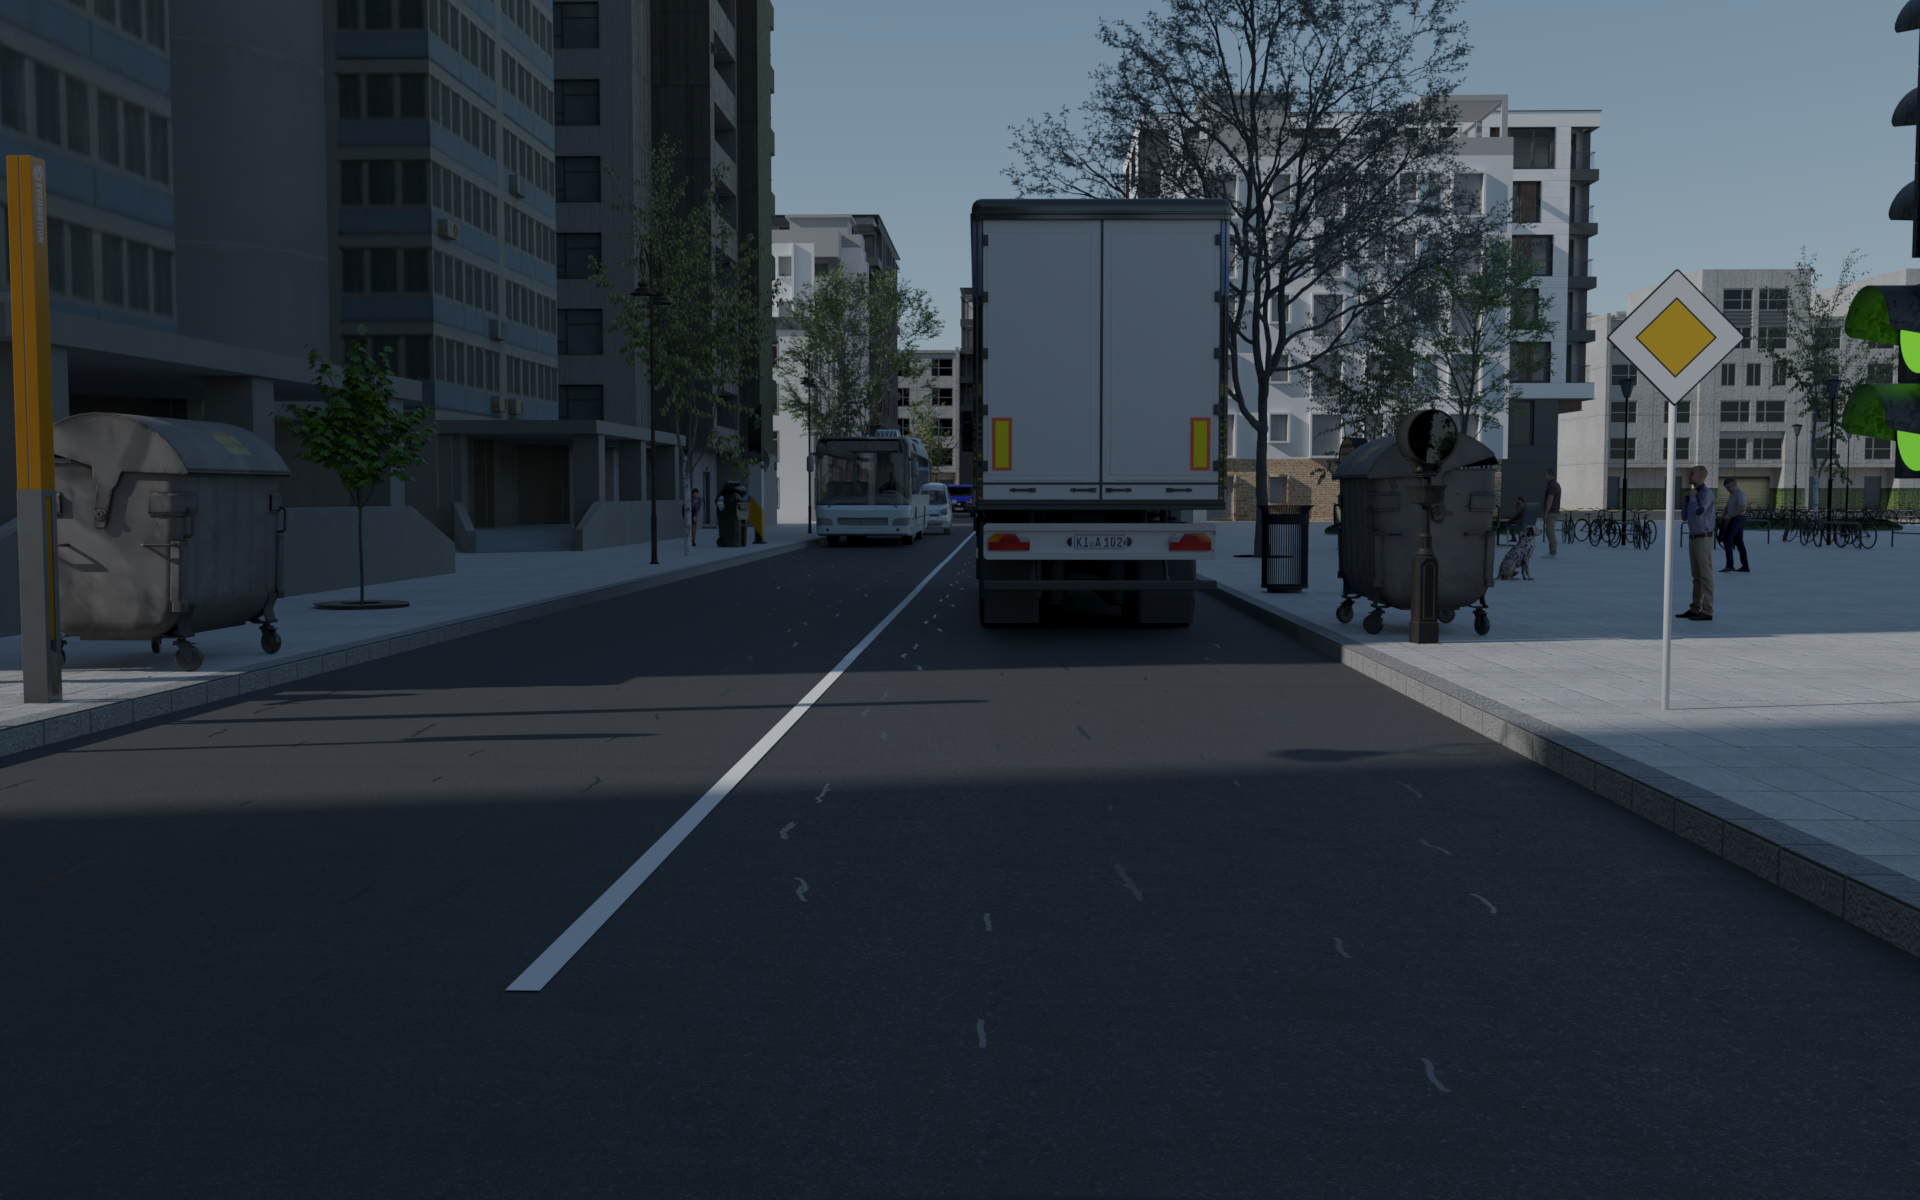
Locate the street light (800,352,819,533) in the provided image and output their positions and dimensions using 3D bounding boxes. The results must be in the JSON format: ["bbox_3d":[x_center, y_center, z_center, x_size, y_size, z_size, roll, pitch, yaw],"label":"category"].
[{"bbox_3d":[-4.909,-5.117,56.453,0.468,5.910,1.993,0,4,2],"label":"street light"}]

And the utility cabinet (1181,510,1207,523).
[{"bbox_3d":[5.303,-1.878,39.387,0.318,1.500,1.173,1,4,23],"label":"utility cabinet"}]

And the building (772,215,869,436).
[{"bbox_3d":[-13.995,-15.855,115.656,16.016,20.091,11.380,0,4,2],"label":"building"}]

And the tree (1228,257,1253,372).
[{"bbox_3d":[5.608,-5.847,45.968,4.360,8.622,3.978,0,3,0],"label":"tree"}]

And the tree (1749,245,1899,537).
[{"bbox_3d":[25.903,-6.199,51.709,4.360,8.622,3.978,0,3,0],"label":"tree"}]

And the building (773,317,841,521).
[{"bbox_3d":[-11.157,-9.422,96.193,9.099,9.664,28.070,0,4,2],"label":"building"}]

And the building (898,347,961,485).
[{"bbox_3d":[-15.639,-18.981,176.803,31.486,18.905,16.747,0,4,2],"label":"building"}]

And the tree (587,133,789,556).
[{"bbox_3d":[-5.616,-5.217,35.663,4.737,8.622,4.395,0,3,0],"label":"tree"}]

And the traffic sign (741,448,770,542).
[{"bbox_3d":[-5.345,-2.762,45.269,0.768,2.556,0.104,0,4,6],"label":"traffic sign"}]

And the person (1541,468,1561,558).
[{"bbox_3d":[11.862,-1.753,34.836,0.434,1.807,0.598,3,5,44],"label":"person"}]

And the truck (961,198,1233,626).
[{"bbox_3d":[1.396,-2.027,22.061,2.839,4.237,11.283,0,4,1],"label":"truck"}]

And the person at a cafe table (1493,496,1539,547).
[{"bbox_3d":[13.326,-1.925,42.331,1.698,1.238,1.726,-2,4,-29],"label":"person at a cafe table"}]

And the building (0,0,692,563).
[{"bbox_3d":[-24.373,-21.605,45.129,32.217,40.220,23.993,0,4,2],"label":"building"}]

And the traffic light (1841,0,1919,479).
[{"bbox_3d":[3.569,-1.045,6.007,0.839,4.253,0.868,0,4,2],"label":"traffic light"}]

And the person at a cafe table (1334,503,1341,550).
[{"bbox_3d":[9.428,-1.758,39.597,1.726,1.238,1.698,1,4,15],"label":"person at a cafe table"}]

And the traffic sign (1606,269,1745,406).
[{"bbox_3d":[4.213,-0.640,10.199,0.795,2.593,0.064,0,4,3],"label":"traffic sign"}]

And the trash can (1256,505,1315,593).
[{"bbox_3d":[4.233,-0.667,22.558,0.748,1.137,0.748,0,3,0],"label":"trash can"}]

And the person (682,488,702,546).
[{"bbox_3d":[-6.549,-2.027,42.418,0.421,1.427,0.697,-2,4,-28],"label":"person"}]

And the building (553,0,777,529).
[{"bbox_3d":[-14.809,-17.898,64.337,14.160,30.474,14.107,0,4,2],"label":"building"}]

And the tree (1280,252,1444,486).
[{"bbox_3d":[11.457,-6.046,49.217,4.360,8.622,3.978,0,3,0],"label":"tree"}]

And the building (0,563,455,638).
[{"bbox_3d":[-24.503,-20.097,20.465,32.217,40.220,23.993,0,4,2],"label":"building"}]

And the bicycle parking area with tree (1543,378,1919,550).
[{"bbox_3d":[19.168,-3.443,43.289,8.231,4.147,9.016,1,4,12],"label":"bicycle parking area with tree"}]

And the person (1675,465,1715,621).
[{"bbox_3d":[7.538,-0.588,17.714,0.319,1.574,0.516,1,4,10],"label":"person"}]

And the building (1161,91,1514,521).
[{"bbox_3d":[18.100,-14.120,87.274,16.016,20.091,11.380,0,4,2],"label":"building"}]

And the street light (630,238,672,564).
[{"bbox_3d":[-5.593,-3.592,31.515,0.468,5.910,1.993,0,4,2],"label":"street light"}]

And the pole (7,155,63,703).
[{"bbox_3d":[-5.655,-1.024,10.584,0.158,3.312,0.155,0,3,0],"label":"pole"}]

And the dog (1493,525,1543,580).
[{"bbox_3d":[8.241,-0.708,25.948,0.800,0.831,0.513,3,5,39],"label":"dog"}]

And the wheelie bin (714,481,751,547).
[{"bbox_3d":[-5.466,-2.077,41.870,0.693,1.594,0.980,1,4,23],"label":"wheelie bin"}]

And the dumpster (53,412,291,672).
[{"bbox_3d":[-6.057,-0.453,13.164,1.264,1.857,1.865,0,4,2],"label":"dumpster"}]

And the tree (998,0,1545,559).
[{"bbox_3d":[5.976,-7.593,34.510,12.009,13.543,11.850,0,3,0],"label":"tree"}]

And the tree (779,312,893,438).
[{"bbox_3d":[-4.863,-7.301,69.731,4.360,8.622,3.978,0,3,0],"label":"tree"}]

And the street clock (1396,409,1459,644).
[{"bbox_3d":[3.994,-0.629,14.856,0.471,2.002,0.358,-1,4,-11],"label":"street clock"}]

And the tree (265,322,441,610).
[{"bbox_3d":[-6.648,-1.525,19.542,1.663,3.219,1.824,0,3,0],"label":"tree"}]

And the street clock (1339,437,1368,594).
[{"bbox_3d":[5.052,-1.079,22.214,0.358,2.002,0.471,-1,4,-14],"label":"street clock"}]

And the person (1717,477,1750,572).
[{"bbox_3d":[12.708,-1.233,28.412,0.590,1.554,0.614,0,4,6],"label":"person"}]

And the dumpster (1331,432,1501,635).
[{"bbox_3d":[4.308,-0.653,16.431,1.264,1.857,1.865,0,4,2],"label":"dumpster"}]

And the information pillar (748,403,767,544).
[{"bbox_3d":[-5.241,-3.257,44.605,0.504,3.616,0.183,3,4,37],"label":"information pillar"}]

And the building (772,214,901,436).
[{"bbox_3d":[-21.782,-18.174,141.120,32.646,21.610,27.936,0,4,2],"label":"building"}]

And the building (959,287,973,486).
[{"bbox_3d":[16.583,-20.638,181.407,32.646,21.610,27.936,0,4,2],"label":"building"}]

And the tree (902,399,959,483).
[{"bbox_3d":[-2.755,-10.868,128.059,4.737,8.622,4.395,0,3,0],"label":"tree"}]

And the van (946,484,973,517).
[{"bbox_3d":[-0.035,-6.379,108.677,2.240,2.365,5.245,0,4,1],"label":"van"}]

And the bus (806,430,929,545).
[{"bbox_3d":[-2.463,-3.474,51.662,2.948,3.499,13.247,0,4,1],"label":"bus"}]

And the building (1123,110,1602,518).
[{"bbox_3d":[24.023,-16.211,109.032,27.936,21.610,32.646,0,4,2],"label":"building"}]

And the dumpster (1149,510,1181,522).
[{"bbox_3d":[5.051,-2.193,41.607,1.264,1.857,1.865,0,4,2],"label":"dumpster"}]

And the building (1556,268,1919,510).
[{"bbox_3d":[66.951,-17.011,144.590,31.486,18.905,16.747,0,4,2],"label":"building"}]

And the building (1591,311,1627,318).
[{"bbox_3d":[66.473,-19.441,174.288,11.380,20.091,16.016,0,4,2],"label":"building"}]

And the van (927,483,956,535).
[{"bbox_3d":[-1.126,-3.384,62.340,2.013,2.044,4.112,0,4,1],"label":"van"}]

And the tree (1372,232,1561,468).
[{"bbox_3d":[19.906,-8.733,68.536,9.928,11.665,9.643,0,3,0],"label":"tree"}]

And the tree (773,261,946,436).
[{"bbox_3d":[-4.524,-9.214,76.403,9.928,11.665,9.643,0,3,0],"label":"tree"}]
